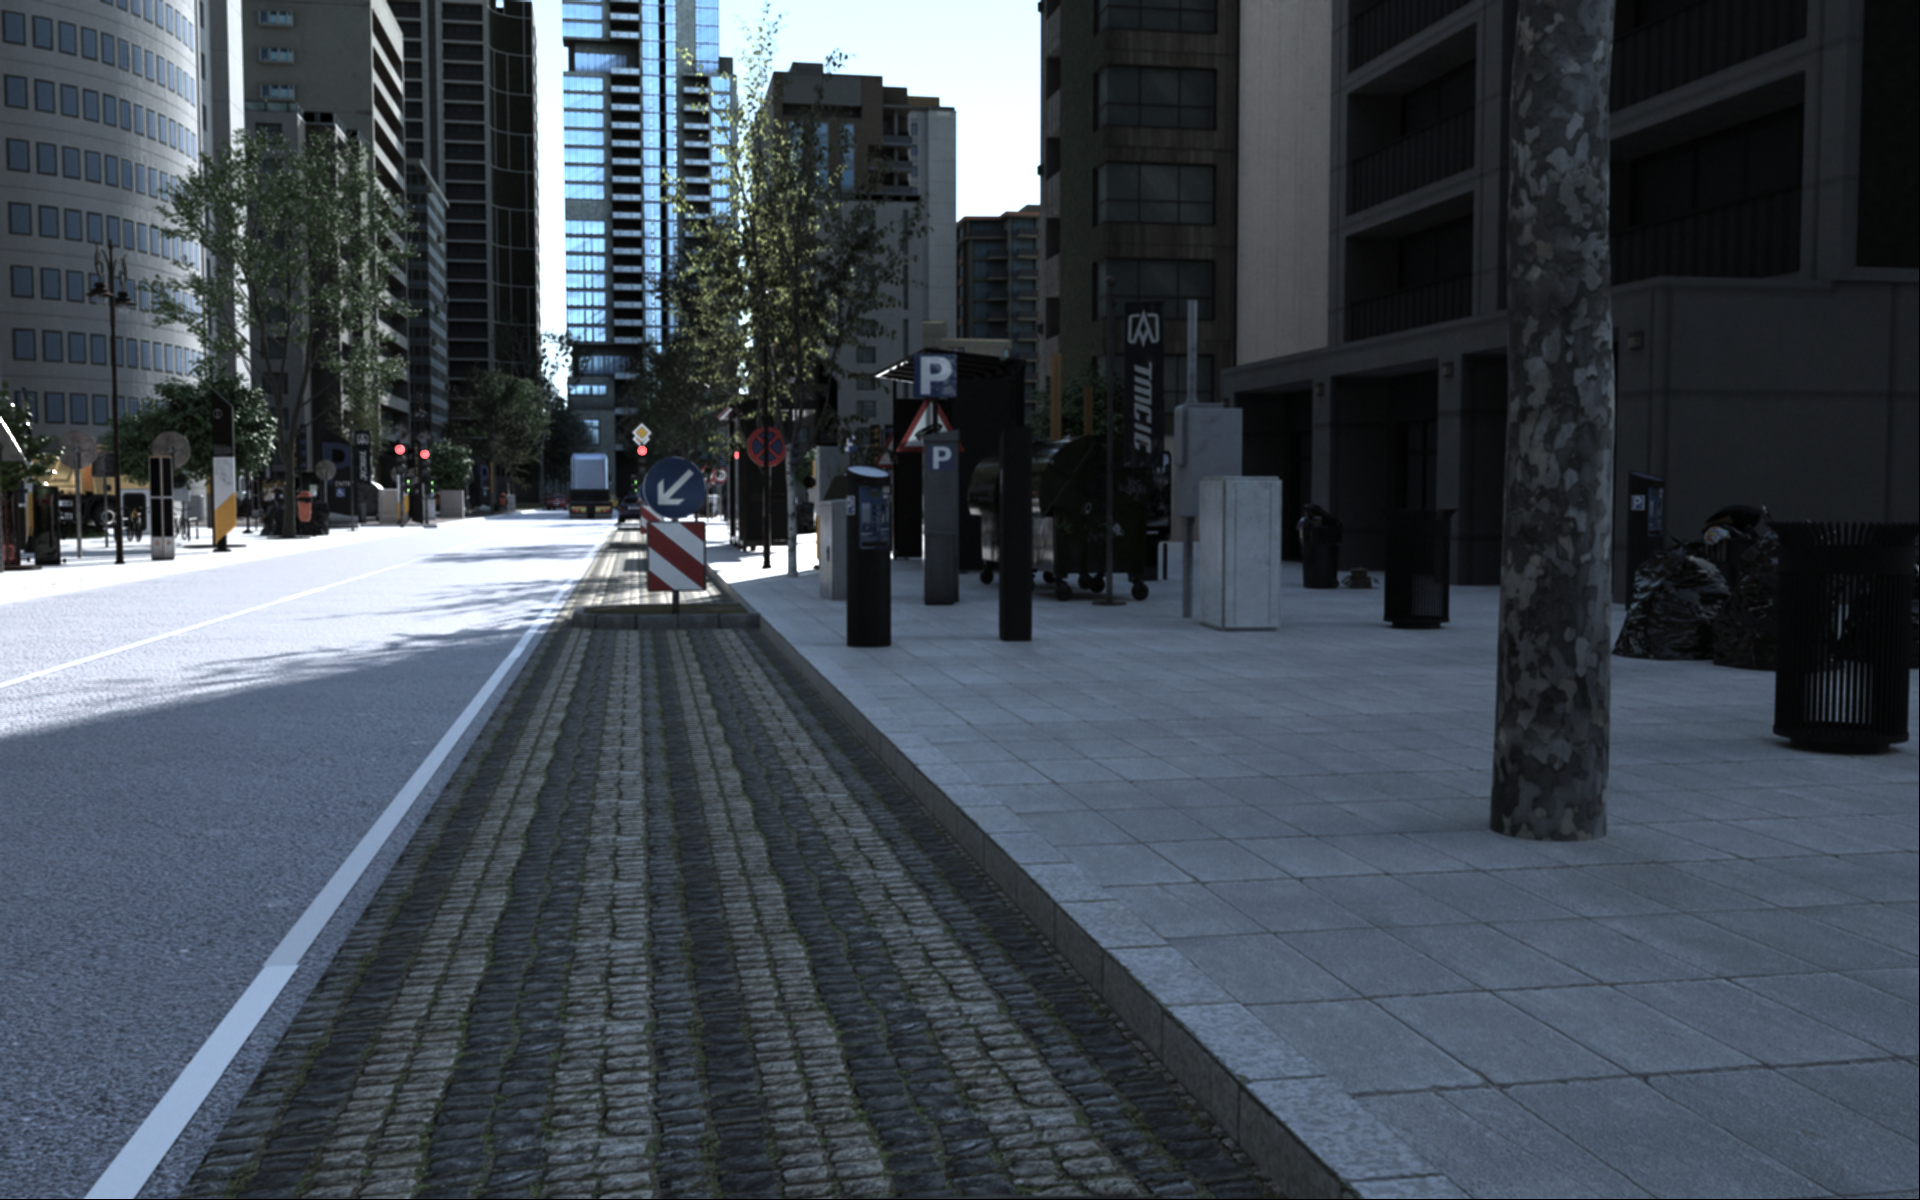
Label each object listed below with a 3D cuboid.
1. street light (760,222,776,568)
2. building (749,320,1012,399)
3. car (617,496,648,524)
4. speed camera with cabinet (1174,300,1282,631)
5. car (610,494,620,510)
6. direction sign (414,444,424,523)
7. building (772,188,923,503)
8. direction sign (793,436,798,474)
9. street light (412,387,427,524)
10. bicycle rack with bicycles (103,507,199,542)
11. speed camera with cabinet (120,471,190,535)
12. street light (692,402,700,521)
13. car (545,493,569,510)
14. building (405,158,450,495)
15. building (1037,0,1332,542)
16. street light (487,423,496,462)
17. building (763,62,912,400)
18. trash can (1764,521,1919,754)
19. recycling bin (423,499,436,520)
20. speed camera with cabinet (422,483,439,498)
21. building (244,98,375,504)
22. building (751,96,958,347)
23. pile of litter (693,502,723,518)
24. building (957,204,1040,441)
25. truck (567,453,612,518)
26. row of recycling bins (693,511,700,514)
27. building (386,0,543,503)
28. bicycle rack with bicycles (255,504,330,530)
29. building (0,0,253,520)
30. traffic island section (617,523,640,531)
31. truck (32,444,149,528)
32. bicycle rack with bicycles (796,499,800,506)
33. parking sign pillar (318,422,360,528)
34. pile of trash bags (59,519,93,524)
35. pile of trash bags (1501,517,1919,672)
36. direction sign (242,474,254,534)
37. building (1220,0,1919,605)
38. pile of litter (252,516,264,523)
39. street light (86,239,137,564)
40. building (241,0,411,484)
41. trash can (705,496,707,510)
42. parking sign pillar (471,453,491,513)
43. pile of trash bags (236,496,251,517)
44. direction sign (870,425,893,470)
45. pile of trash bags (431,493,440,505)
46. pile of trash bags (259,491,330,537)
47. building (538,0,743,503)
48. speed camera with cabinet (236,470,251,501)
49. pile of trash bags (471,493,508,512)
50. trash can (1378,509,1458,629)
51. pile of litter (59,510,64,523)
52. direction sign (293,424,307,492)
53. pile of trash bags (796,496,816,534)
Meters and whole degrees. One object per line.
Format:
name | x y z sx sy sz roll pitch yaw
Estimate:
street light | -3.335 -3.484 29.752 0.468 5.910 1.993 -1 4 -11
building | -10.442 -22.009 204.894 27.650 21.520 28.899 -1 4 -11
car | -15.827 -4.418 84.813 1.945 1.354 3.894 -1 4 -9
speed camera with cabinet | 2.625 -1.391 17.075 0.660 3.252 2.038 0 4 -6
car | -32.460 -9.174 160.223 2.015 1.641 3.980 -1 4 -10
direction sign | -24.344 -5.257 77.953 0.379 3.537 0.876 1 4 9
building | -11.432 -24.244 168.097 14.160 30.474 14.107 -1 4 -11
direction sign | -6.775 -4.627 67.651 0.876 3.537 0.379 -1 4 -13
street light | -23.419 -6.264 75.211 0.468 5.910 1.993 -1 4 -11
bicycle rack with bicycles | -22.113 -2.081 47.398 2.852 0.926 2.925 -1 4 -16
speed camera with cabinet | -25.523 -3.701 54.853 2.038 3.252 0.660 -1 4 -22
street light | -10.390 -5.829 68.093 0.468 5.910 1.993 -1 4 -11
car | -36.580 -9.067 157.282 2.155 1.783 4.494 -1 4 -10
building | -69.603 -30.581 191.885 23.993 40.220 32.217 -1 4 -11
building | 9.418 -17.227 53.366 14.160 30.474 14.107 -1 4 -11
street light | -30.623 -8.598 113.372 0.468 5.910 1.993 -1 4 -11
building | -13.095 -32.519 181.790 14.600 45.320 14.200 -1 4 -11
trash can | 4.448 0.179 8.726 0.748 1.137 0.748 0 3 0
recycling bin | -26.591 -4.507 86.237 0.722 1.027 0.722 -3 5 -42
speed camera with cabinet | -43.587 -9.014 141.707 2.038 3.252 0.660 0 4 2
building | -52.603 -21.933 130.301 14.160 30.474 14.107 -1 4 -11
building | -16.170 -43.770 257.644 28.212 58.520 21.231 -1 4 -11
pile of litter | -13.749 -4.909 94.226 1.719 0.858 1.176 2 4 33
building | 12.055 -37.308 264.613 28.867 44.769 22.147 -1 4 -11
truck | -23.292 -7.293 108.997 2.967 4.110 18.799 -1 4 -12
row of recycling bins | -17.637 -6.383 111.479 1.069 1.692 3.534 -2 4 -29
building | -70.874 -49.461 246.939 20.611 71.187 20.563 -1 4 -11
bicycle rack with bicycles | -23.743 -2.935 61.364 2.852 0.926 2.925 -2 4 -30
building | -52.571 -33.673 92.553 21.231 58.520 28.212 -1 4 -11
traffic island section | -12.467 -2.811 68.239 2.009 0.180 2.903 -1 4 -11
truck | -35.019 -4.364 67.274 9.791 3.379 3.469 -1 4 -10
bicycle rack with bicycles | -12.175 -6.831 125.061 2.925 0.926 2.852 3 5 39
parking sign pillar | -23.446 -4.702 65.345 1.447 3.967 1.447 -2 4 -33
pile of trash bags | -39.259 -3.976 74.762 3.447 1.369 1.912 1 4 10
pile of trash bags | 5.748 -0.213 13.228 3.447 1.369 1.912 -1 4 -13
direction sign | -23.222 -3.939 56.401 0.379 3.537 0.876 -2 4 -29
building | 17.034 -35.812 23.776 20.563 71.187 20.611 -1 4 -11
pile of litter | -30.954 -3.906 77.828 1.719 0.858 1.176 -1 4 -14
street light | -15.418 -3.598 31.610 0.468 5.910 1.993 -1 4 -11
building | -61.557 -32.425 153.854 21.300 48.544 21.600 -1 4 -11
trash can | -17.477 -6.508 118.052 0.748 1.137 0.748 0 3 0
parking sign pillar | -31.849 -7.765 115.427 1.447 3.967 1.447 1 4 17
pile of trash bags | -40.223 -5.278 96.048 1.912 1.369 3.447 1 4 10
direction sign | -2.530 -3.950 56.574 0.876 3.537 0.379 1 4 23
pile of trash bags | -40.171 -7.411 130.927 3.447 1.369 1.912 3 5 41
pile of trash bags | -20.411 -2.670 53.413 1.912 1.369 3.447 -2 4 -29
building | -45.391 -57.451 251.990 31.000 86.520 22.319 -1 4 -11
speed camera with cabinet | -43.071 -6.712 104.071 0.660 3.252 2.038 0 4 -4
pile of trash bags | -33.928 -7.141 126.502 1.912 1.369 3.447 -3 4 -36
trash can | 4.394 -0.305 16.647 0.748 1.137 0.748 0 3 0
pile of litter | -30.304 -2.724 58.506 1.176 0.858 1.719 -1 4 -23
direction sign | -21.537 -3.945 56.495 0.876 3.537 0.379 3 5 39
pile of trash bags | -5.655 -2.835 56.109 1.912 1.369 3.447 0 4 6
